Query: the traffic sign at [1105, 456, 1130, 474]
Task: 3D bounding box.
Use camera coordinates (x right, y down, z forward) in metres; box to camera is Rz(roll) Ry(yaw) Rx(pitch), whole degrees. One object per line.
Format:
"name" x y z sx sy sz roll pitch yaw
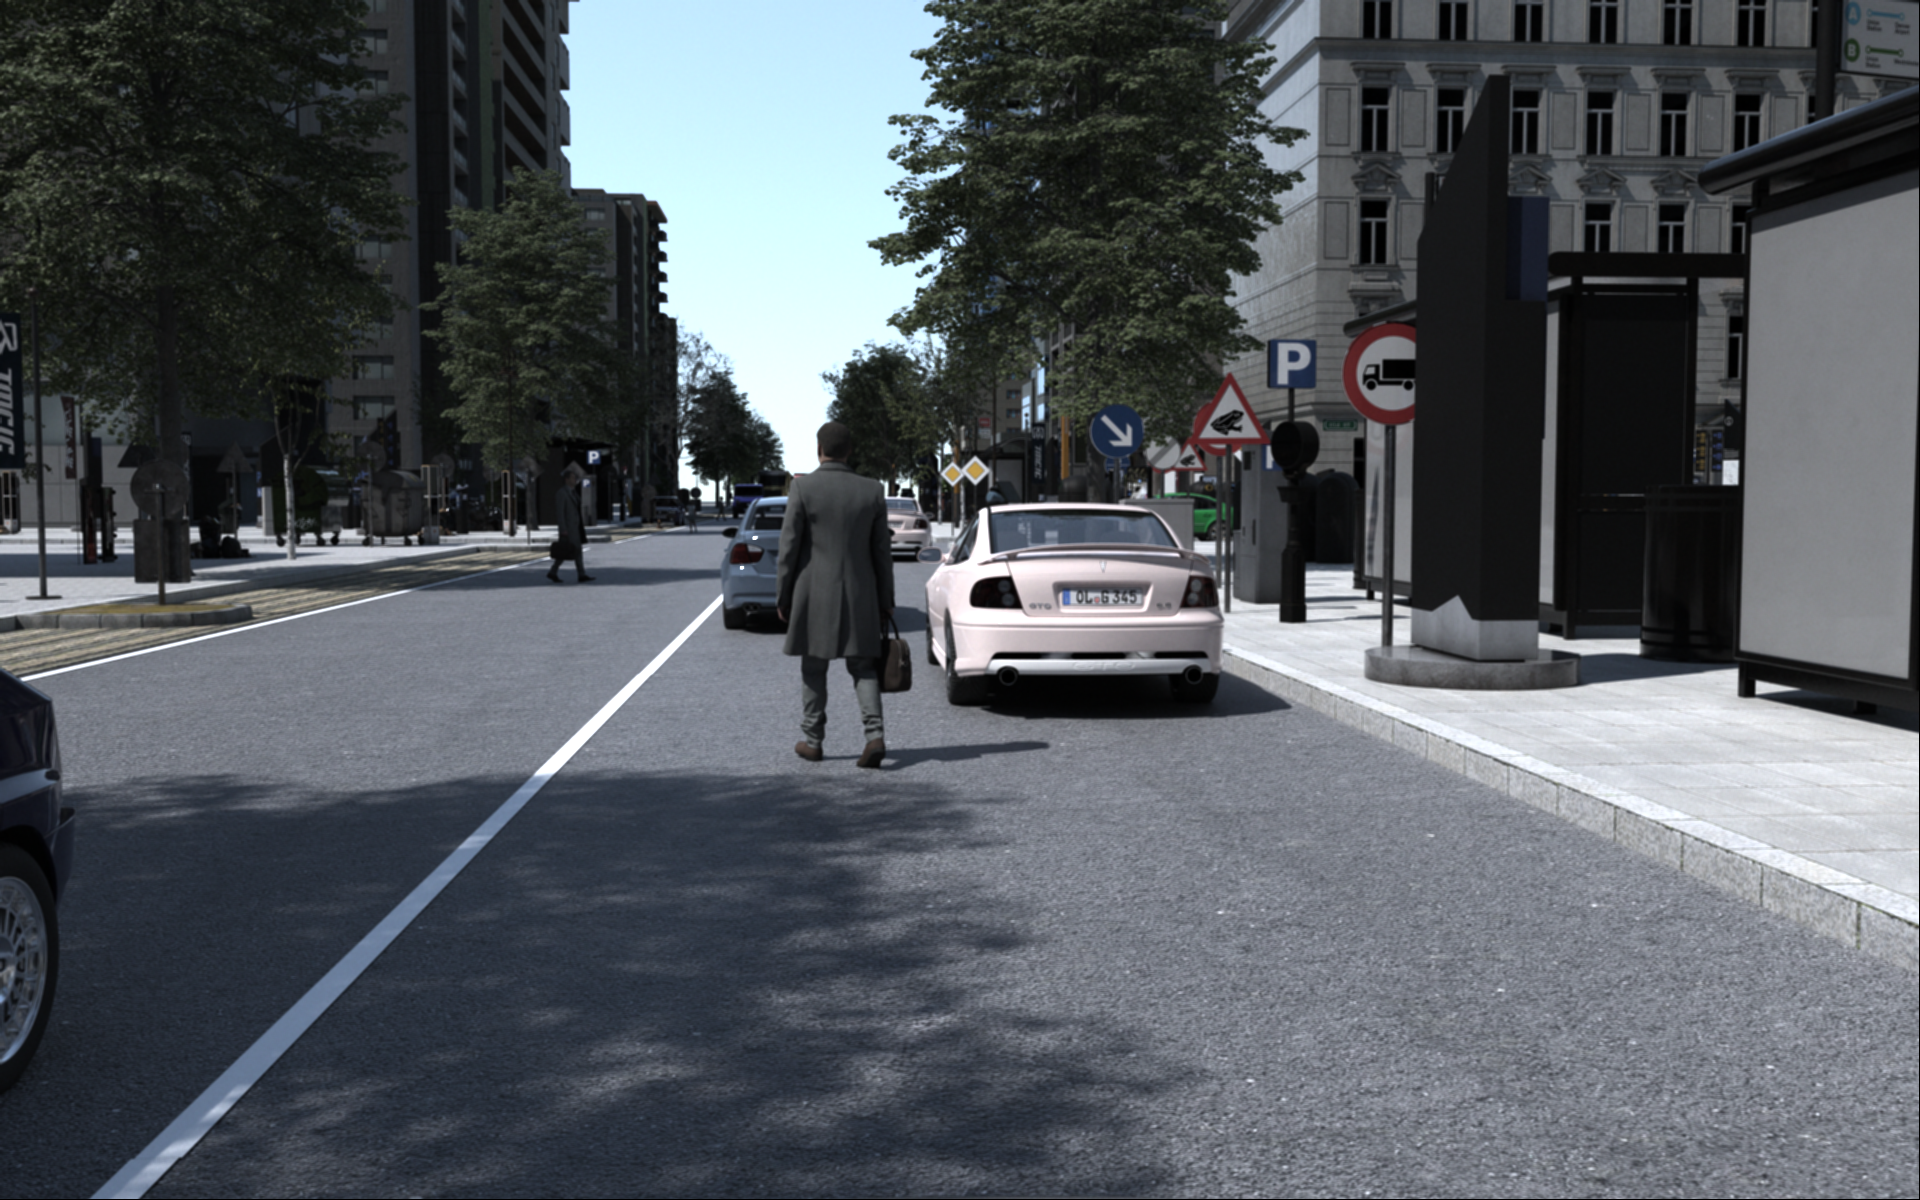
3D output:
"traffic sign" 4.726 -3.178 52.060 0.768 2.556 0.104 0 4 1

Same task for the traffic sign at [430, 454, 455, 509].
"traffic sign" -16.320 -3.334 54.615 0.768 2.556 0.104 0 4 -1

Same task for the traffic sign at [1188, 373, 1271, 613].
"traffic sign" 2.887 -1.139 18.629 0.884 2.594 0.081 0 4 2

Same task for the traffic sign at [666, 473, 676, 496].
"traffic sign" -18.088 -6.577 107.545 0.884 2.594 0.081 0 4 -2

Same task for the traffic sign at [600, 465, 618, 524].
"traffic sign" -15.283 -4.607 75.431 0.768 2.556 0.104 0 4 3

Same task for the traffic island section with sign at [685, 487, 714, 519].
"traffic island section with sign" -15.387 -5.660 101.176 1.989 1.847 2.006 0 4 -4

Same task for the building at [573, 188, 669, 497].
"building" -53.907 -36.445 250.491 22.147 44.769 28.867 0 4 -4

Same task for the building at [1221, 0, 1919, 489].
"building" 34.633 -18.362 76.640 44.131 29.872 17.030 0 4 -4

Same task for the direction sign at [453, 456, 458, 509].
"direction sign" -29.007 -6.588 99.703 0.379 3.537 0.876 0 4 -3

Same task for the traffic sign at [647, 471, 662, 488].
"traffic sign" -17.027 -5.900 96.461 0.884 2.594 0.081 0 4 3

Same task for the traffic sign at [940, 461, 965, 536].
"traffic sign" -0.223 -2.996 52.634 0.795 2.450 0.064 0 4 -4

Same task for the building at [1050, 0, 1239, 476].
"building" 17.092 -43.469 148.972 20.563 71.187 20.611 0 4 -4

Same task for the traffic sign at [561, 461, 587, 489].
"traffic sign" -11.535 -2.944 51.783 0.795 2.450 0.064 0 4 -4

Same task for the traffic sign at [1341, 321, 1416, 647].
"traffic sign" 3.187 -0.780 12.852 0.768 2.556 0.104 0 4 -2

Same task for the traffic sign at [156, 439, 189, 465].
"traffic sign" -16.895 -2.265 37.133 0.768 2.556 0.104 0 4 4

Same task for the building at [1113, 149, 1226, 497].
"building" 14.805 -15.778 108.886 10.553 20.767 40.483 0 4 -4

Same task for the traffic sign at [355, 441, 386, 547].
"traffic sign" -14.221 -2.548 41.772 0.768 2.556 0.104 0 4 5

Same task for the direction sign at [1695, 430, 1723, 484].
"direction sign" 26.330 -4.218 60.963 0.876 3.537 0.379 1 4 18

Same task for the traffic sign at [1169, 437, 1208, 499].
"traffic sign" 5.238 -2.431 39.751 0.884 2.594 0.081 0 4 2

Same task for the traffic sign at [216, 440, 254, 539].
"traffic sign" -17.505 -2.557 41.810 0.884 2.594 0.081 0 4 -3

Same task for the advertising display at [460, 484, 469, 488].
"advertising display" -31.157 -6.293 108.106 0.974 1.923 0.123 -1 4 -20

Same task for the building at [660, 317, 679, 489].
"building" -52.008 -30.635 272.585 14.160 30.474 14.107 0 4 -4

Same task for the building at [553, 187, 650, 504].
"building" -48.900 -33.336 228.644 14.154 41.232 14.086 0 4 -4

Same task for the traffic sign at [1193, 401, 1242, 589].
"traffic sign" 3.514 -1.428 23.457 0.768 2.556 0.104 0 4 -4

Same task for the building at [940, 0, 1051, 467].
"building" 9.064 -58.646 271.527 22.319 86.520 31.000 0 4 -4

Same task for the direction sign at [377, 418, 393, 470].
"direction sign" -17.134 -3.651 51.693 0.379 3.537 0.876 1 4 10

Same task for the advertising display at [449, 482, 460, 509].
"advertising display" -27.248 -5.330 92.357 0.123 1.923 0.974 2 4 32

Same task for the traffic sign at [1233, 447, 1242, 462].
"traffic sign" 4.190 -1.473 25.273 0.795 2.450 0.064 0 4 -3

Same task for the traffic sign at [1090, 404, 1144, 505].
"traffic sign" 2.230 -1.500 24.626 0.768 2.556 0.104 0 4 5

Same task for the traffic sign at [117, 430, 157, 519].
"traffic sign" -16.580 -2.141 35.007 0.884 2.594 0.081 0 4 -1

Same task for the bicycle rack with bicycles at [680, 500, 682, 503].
"bicycle rack with bicycles" -19.353 -6.087 112.901 2.852 0.926 2.925 -1 4 -17

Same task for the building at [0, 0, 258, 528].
"building" -42.975 -29.728 75.284 28.713 52.752 27.495 0 4 -4

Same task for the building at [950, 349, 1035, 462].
"building" 13.446 -24.393 243.866 27.650 21.520 28.899 0 4 -4

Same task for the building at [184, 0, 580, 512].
"building" -50.851 -34.866 159.299 28.713 52.752 27.495 0 4 -4

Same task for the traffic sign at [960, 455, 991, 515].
"traffic sign" 0.393 -2.509 44.672 0.795 2.450 0.064 0 4 -4

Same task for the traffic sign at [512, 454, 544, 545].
"traffic sign" -10.919 -2.457 43.821 0.795 2.450 0.064 0 4 -4

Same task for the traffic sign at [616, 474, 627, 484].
"traffic sign" -20.994 -6.570 107.518 0.768 2.556 0.104 0 4 -3

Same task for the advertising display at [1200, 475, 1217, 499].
"advertising display" 8.666 -3.360 60.151 0.974 1.923 0.123 -3 5 -43

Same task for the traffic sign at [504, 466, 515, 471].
"traffic sign" -20.141 -4.748 77.735 0.768 2.556 0.104 0 4 -4

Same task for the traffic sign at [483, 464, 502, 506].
"traffic sign" -18.629 -4.213 68.988 0.768 2.556 0.104 0 4 1

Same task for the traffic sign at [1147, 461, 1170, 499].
"traffic sign" 5.067 -2.654 43.494 0.768 2.556 0.104 0 4 1

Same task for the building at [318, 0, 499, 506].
"building" -39.210 -26.382 114.937 14.154 41.232 14.086 0 4 -4

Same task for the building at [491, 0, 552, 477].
"building" -44.589 -31.293 135.335 21.300 48.544 21.600 0 4 -4

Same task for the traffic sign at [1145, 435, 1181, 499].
"traffic sign" 4.282 -2.233 36.611 0.768 2.556 0.104 0 4 1

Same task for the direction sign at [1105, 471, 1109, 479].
"direction sign" 8.674 -6.864 104.221 0.379 3.537 0.876 3 5 42

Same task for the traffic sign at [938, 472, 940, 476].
"traffic sign" -1.341 -5.980 97.878 0.768 2.556 0.104 0 4 5
